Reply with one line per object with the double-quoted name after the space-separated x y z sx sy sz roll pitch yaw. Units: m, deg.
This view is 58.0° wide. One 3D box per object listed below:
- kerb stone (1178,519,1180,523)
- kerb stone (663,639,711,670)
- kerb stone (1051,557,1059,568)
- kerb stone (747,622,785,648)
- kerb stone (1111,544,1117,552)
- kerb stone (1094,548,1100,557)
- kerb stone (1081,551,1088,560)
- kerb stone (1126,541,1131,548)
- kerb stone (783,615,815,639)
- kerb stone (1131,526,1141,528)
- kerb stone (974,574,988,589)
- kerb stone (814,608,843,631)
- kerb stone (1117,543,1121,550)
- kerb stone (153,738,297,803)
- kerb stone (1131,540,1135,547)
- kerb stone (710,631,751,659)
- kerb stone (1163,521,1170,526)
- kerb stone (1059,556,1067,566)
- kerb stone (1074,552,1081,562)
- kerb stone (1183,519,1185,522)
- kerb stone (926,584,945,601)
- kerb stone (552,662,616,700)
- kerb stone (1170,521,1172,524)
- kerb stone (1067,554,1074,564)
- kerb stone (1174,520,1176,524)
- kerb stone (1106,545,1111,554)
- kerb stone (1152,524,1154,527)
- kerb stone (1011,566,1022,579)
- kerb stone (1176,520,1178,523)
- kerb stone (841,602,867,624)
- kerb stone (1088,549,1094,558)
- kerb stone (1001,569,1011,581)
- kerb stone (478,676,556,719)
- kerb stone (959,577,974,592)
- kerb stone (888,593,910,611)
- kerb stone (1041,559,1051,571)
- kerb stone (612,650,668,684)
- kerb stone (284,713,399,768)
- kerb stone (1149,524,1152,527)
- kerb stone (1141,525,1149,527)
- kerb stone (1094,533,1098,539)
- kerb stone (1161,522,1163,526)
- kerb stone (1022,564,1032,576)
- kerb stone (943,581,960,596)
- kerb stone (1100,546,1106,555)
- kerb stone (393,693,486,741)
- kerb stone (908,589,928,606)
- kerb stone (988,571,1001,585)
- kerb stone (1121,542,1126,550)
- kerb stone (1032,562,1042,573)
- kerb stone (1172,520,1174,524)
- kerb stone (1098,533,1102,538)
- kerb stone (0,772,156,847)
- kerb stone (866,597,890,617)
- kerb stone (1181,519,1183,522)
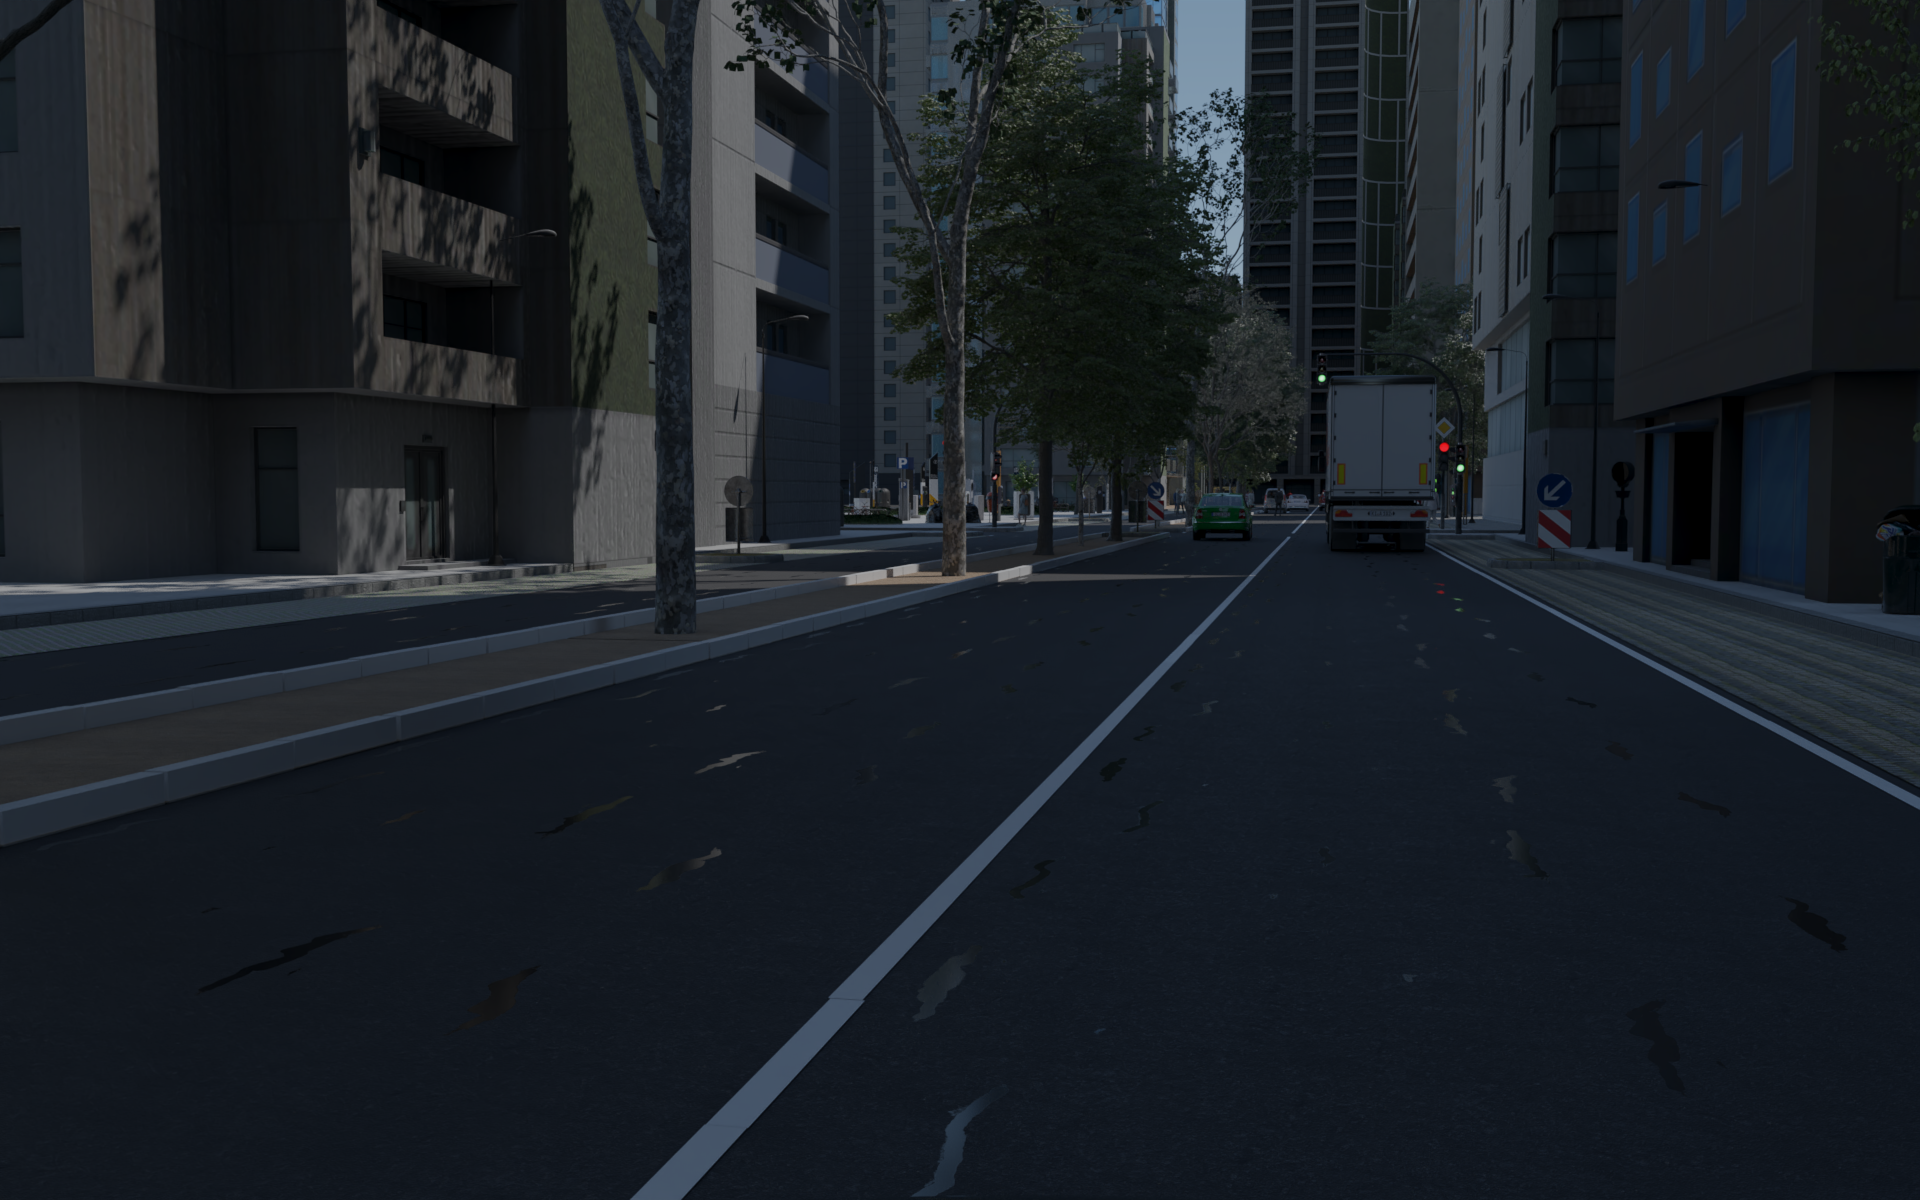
10.516 -3.823 84.694 0.120 0.150 1.000 1 4 12 "kerb stone"
-2.340 0.469 14.530 0.120 0.150 1.000 1 4 12 "kerb stone"
1.736 -0.696 33.595 0.120 0.150 1.000 1 4 12 "kerb stone"
-1.909 0.350 16.545 0.120 0.150 1.000 1 4 12 "kerb stone"
3.671 -1.249 42.624 0.120 0.150 1.000 1 4 12 "kerb stone"
3.025 -1.064 39.611 0.120 0.150 1.000 1 4 12 "kerb stone"
2.594 -0.943 37.610 0.120 0.150 1.000 1 4 12 "kerb stone"
4.312 -1.430 45.632 0.120 0.150 1.000 1 4 12 "kerb stone"
-1.695 0.284 17.544 0.120 0.150 1.000 1 4 12 "kerb stone"
6.870 -2.780 67.646 0.120 0.150 1.000 1 4 12 "kerb stone"
0.229 -0.267 26.564 0.120 0.150 1.000 1 4 12 "kerb stone"
-1.477 0.223 18.547 0.120 0.150 1.000 1 4 12 "kerb stone"
3.881 -1.305 43.625 0.120 0.150 1.000 1 4 12 "kerb stone"
-3.622 0.837 8.522 0.120 0.150 1.000 1 4 12 "kerb stone"
4.525 -1.494 46.637 0.120 0.150 1.000 1 4 12 "kerb stone"
-2.121 0.412 15.530 0.120 0.150 1.000 1 4 12 "kerb stone"
9.446 -3.516 79.678 0.120 0.150 1.000 1 4 12 "kerb stone"
1.955 -0.757 34.595 0.120 0.150 1.000 1 4 12 "kerb stone"
2.375 -0.880 36.603 0.120 0.150 1.000 1 4 12 "kerb stone"
11.168 -4.001 87.703 0.120 0.150 1.000 1 4 12 "kerb stone"
-0.411 -0.080 23.549 0.120 0.150 1.000 1 4 12 "kerb stone"
-2.768 0.593 12.532 0.120 0.150 1.000 1 4 12 "kerb stone"
9.658 -3.577 80.683 0.120 0.150 1.000 1 4 12 "kerb stone"
2.163 -0.820 35.599 0.120 0.150 1.000 1 4 12 "kerb stone"
10.093 -3.700 82.690 0.120 0.150 1.000 1 4 12 "kerb stone"
3.457 -1.188 41.625 0.120 0.150 1.000 1 4 12 "kerb stone"
7.942 -3.087 72.663 0.120 0.150 1.000 1 4 12 "kerb stone"
0.871 -0.447 29.583 0.120 0.150 1.000 1 4 12 "kerb stone"
10.302 -3.761 83.691 0.120 0.150 1.000 1 4 12 "kerb stone"
-1.264 0.162 19.547 0.120 0.150 1.000 1 4 12 "kerb stone"
2.806 -1.004 38.612 0.120 0.150 1.000 1 4 12 "kerb stone"
0.655 -0.391 28.584 0.120 0.150 1.000 1 4 12 "kerb stone"
-2.980 0.652 11.528 0.120 0.150 1.000 1 4 12 "kerb stone"
0.016 -0.205 25.552 0.120 0.150 1.000 1 4 12 "kerb stone"
-0.836 0.041 21.549 0.120 0.150 1.000 1 4 12 "kerb stone"
1.520 -0.635 32.595 0.120 0.150 1.000 1 4 12 "kerb stone"
-2.548 0.530 13.530 0.120 0.150 1.000 1 4 12 "kerb stone"
-3.417 0.775 9.523 0.120 0.150 1.000 1 4 12 "kerb stone"
7.727 -3.025 71.655 0.120 0.150 1.000 1 4 12 "kerb stone"
7.515 -2.964 70.655 0.120 0.150 1.000 1 4 12 "kerb stone"
4.188 -2.013 55.101 0.120 0.150 1.000 1 4 12 "kerb stone"
8.788 -3.332 76.674 0.120 0.150 1.000 1 4 12 "kerb stone"
1.090 -0.512 30.587 0.120 0.150 1.000 1 4 12 "kerb stone"
-0.202 -0.144 24.553 0.120 0.150 1.000 1 4 12 "kerb stone"
3.244 -1.127 40.614 0.120 0.150 1.000 1 4 12 "kerb stone"
-3.191 0.714 10.528 0.120 0.150 1.000 1 4 12 "kerb stone"
-0.625 -0.022 22.550 0.120 0.150 1.000 1 4 12 "kerb stone"
0.452 -0.329 27.570 0.120 0.150 1.000 1 4 12 "kerb stone"
4.094 -1.369 44.630 0.120 0.150 1.000 1 4 12 "kerb stone"
1.304 -0.564 31.590 0.120 0.150 1.000 1 4 12 "kerb stone"
9.870 -3.639 81.692 0.120 0.150 1.000 1 4 12 "kerb stone"
4.407 -2.074 56.109 0.120 0.150 1.000 1 4 12 "kerb stone"
-3.836 0.902 7.523 0.120 0.150 1.000 1 4 12 "kerb stone"
-1.046 0.101 20.549 0.120 0.150 1.000 1 4 12 "kerb stone"
10.944 -3.945 86.698 0.120 0.150 1.000 1 4 12 "kerb stone"
